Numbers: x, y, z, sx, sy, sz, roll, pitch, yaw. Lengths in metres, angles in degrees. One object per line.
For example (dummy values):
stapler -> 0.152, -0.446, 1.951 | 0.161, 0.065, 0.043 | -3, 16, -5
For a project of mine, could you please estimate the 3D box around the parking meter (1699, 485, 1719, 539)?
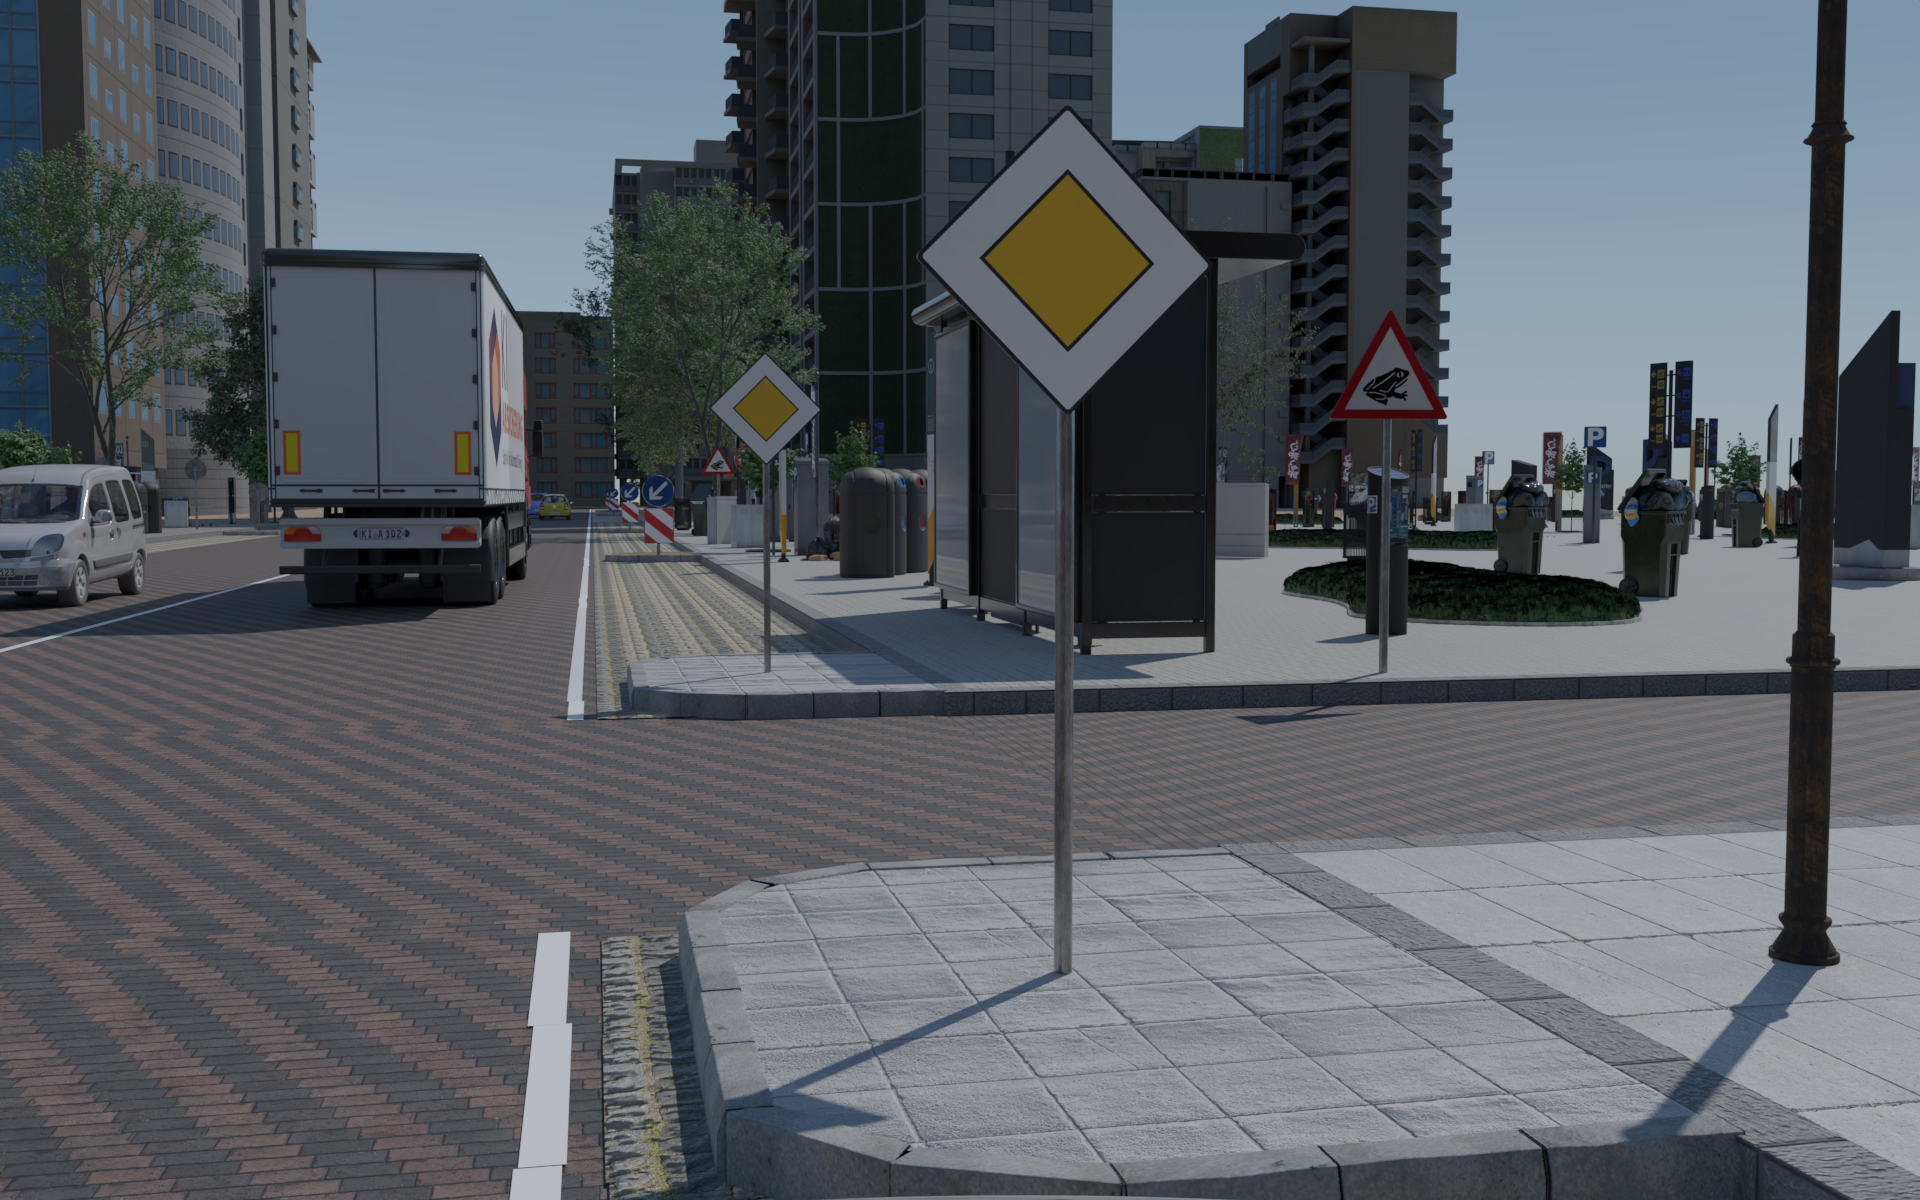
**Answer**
parking meter -> 21.275, -2.501, 49.304 | 0.372, 1.533, 0.369 | 0, 3, 0

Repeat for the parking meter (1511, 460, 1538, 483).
parking meter -> 9.546, -1.444, 29.318 | 0.255, 1.863, 0.399 | -3, 5, -42

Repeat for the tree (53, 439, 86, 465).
tree -> -31.517, -4.075, 61.231 | 1.663, 3.219, 1.824 | 0, 3, 0

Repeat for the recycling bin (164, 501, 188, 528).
recycling bin -> -29.734, -3.250, 65.695 | 0.722, 1.027, 0.722 | -2, 4, -34

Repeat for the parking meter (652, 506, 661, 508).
parking meter -> -13.372, -4.156, 76.354 | 0.372, 1.533, 0.369 | 0, 3, 0

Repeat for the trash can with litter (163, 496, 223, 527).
trash can with litter -> -30.385, -3.518, 68.572 | 2.233, 1.210, 1.678 | -2, 4, -28

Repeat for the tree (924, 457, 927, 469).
tree -> -0.969, -5.081, 77.672 | 1.663, 3.219, 1.824 | 0, 3, 0

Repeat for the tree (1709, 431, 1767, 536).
tree -> 23.910, -3.594, 53.361 | 1.663, 3.219, 1.824 | 0, 3, 0

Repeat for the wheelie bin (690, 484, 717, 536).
wheelie bin -> -7.826, -2.760, 53.033 | 0.980, 1.594, 0.693 | 3, 4, 36

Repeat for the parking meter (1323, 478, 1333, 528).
parking meter -> 13.586, -3.563, 63.971 | 0.255, 1.863, 0.399 | 0, 4, -7

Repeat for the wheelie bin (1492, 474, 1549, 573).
wheelie bin -> 9.099, -1.231, 28.041 | 0.980, 1.594, 0.693 | -3, 5, -41

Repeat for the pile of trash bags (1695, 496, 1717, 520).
pile of trash bags -> 38.184, -4.709, 86.737 | 3.447, 1.369, 1.912 | 0, 4, -2

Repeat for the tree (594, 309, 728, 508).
tree -> -13.630, -9.001, 81.573 | 7.601, 10.594, 8.767 | -1, 4, -13

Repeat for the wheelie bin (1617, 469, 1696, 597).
wheelie bin -> 8.723, -0.848, 21.769 | 0.693, 1.594, 0.980 | 3, 5, 43

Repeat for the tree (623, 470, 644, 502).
tree -> -25.953, -8.727, 137.286 | 1.663, 3.219, 1.824 | 0, 3, 0

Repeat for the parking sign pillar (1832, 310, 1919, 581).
parking sign pillar -> 13.796, -2.304, 26.139 | 1.447, 3.967, 1.447 | 0, 4, -4

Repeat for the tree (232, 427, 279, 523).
tree -> -30.571, -5.724, 77.299 | 4.285, 4.588, 4.351 | 0, 3, 0

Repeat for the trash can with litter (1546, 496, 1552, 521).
trash can with litter -> 27.986, -4.311, 81.870 | 0.624, 1.170, 1.055 | 2, 4, 35

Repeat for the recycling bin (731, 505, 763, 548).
recycling bin -> -5.087, -1.780, 41.655 | 0.722, 1.027, 0.722 | -1, 4, -20

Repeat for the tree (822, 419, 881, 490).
tree -> -2.897, -3.084, 45.022 | 1.663, 3.219, 1.824 | 0, 3, 0

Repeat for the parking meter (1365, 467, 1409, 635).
parking meter -> 3.911, -0.455, 15.849 | 0.372, 1.533, 0.369 | 0, 3, 0

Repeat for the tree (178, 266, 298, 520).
tree -> -33.537, -10.329, 85.880 | 9.611, 12.733, 9.660 | 0, 3, 0

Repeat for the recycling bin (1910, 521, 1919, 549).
recycling bin -> 22.055, -1.718, 40.638 | 0.722, 1.027, 0.722 | 1, 4, 12

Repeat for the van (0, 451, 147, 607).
van -> -12.255, -0.991, 23.211 | 2.013, 2.044, 4.112 | -1, 4, -11

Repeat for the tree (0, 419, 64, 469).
tree -> -41.086, -5.627, 75.711 | 4.285, 4.588, 4.351 | 0, 3, 0

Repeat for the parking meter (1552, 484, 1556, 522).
parking meter -> 27.400, -4.512, 79.482 | 0.255, 1.863, 0.399 | -3, 5, -43

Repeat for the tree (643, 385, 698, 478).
tree -> -18.426, -9.716, 109.218 | 4.360, 8.622, 3.978 | 0, 3, 0

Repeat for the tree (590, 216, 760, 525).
tree -> -11.287, -9.332, 70.703 | 7.486, 12.596, 7.792 | 0, 3, 0

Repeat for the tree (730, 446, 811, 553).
tree -> -4.369, -2.679, 38.408 | 1.663, 3.219, 1.824 | 0, 3, 0

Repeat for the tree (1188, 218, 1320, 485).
tree -> 7.096, -5.862, 46.211 | 4.360, 8.622, 3.978 | 0, 3, 0

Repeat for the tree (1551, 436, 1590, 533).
tree -> 20.656, -3.882, 58.075 | 1.663, 3.219, 1.824 | 0, 3, 0

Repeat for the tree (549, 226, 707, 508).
tree -> -23.460, -16.477, 125.288 | 12.611, 20.169, 13.585 | 0, 3, 0

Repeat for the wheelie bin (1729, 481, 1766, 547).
wheelie bin -> 19.097, -2.088, 42.040 | 0.693, 1.594, 0.980 | 0, 4, 4

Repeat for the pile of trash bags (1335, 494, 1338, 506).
pile of trash bags -> 20.758, -4.926, 90.299 | 3.447, 1.369, 1.912 | 0, 4, 1

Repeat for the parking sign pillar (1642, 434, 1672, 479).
parking sign pillar -> 24.443, -4.421, 60.756 | 1.447, 3.967, 1.447 | 0, 4, -6

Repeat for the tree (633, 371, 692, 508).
tree -> -16.695, -8.954, 96.763 | 4.737, 8.622, 4.395 | 0, 3, 0

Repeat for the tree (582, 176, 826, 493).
tree -> -8.382, -8.099, 58.179 | 9.928, 11.665, 9.643 | 0, 3, 0

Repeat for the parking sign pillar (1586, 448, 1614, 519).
parking sign pillar -> 32.813, -6.136, 88.792 | 1.447, 3.967, 1.447 | 0, 4, -2

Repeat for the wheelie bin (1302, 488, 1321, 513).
wheelie bin -> 18.980, -5.239, 93.567 | 0.980, 1.594, 0.693 | 0, 4, 7

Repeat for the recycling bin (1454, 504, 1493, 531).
recycling bin -> 13.379, -1.994, 45.154 | 0.722, 1.027, 0.722 | -1, 4, -18

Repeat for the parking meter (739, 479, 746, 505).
parking meter -> -8.336, -3.710, 66.374 | 0.255, 1.863, 0.399 | -1, 4, -15

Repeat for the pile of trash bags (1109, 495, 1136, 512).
pile of trash bags -> 4.255, -3.002, 58.828 | 1.912, 1.369, 3.447 | -3, 5, -42

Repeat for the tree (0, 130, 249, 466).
tree -> -25.281, -7.662, 51.036 | 9.928, 11.665, 9.643 | 0, 3, 0
